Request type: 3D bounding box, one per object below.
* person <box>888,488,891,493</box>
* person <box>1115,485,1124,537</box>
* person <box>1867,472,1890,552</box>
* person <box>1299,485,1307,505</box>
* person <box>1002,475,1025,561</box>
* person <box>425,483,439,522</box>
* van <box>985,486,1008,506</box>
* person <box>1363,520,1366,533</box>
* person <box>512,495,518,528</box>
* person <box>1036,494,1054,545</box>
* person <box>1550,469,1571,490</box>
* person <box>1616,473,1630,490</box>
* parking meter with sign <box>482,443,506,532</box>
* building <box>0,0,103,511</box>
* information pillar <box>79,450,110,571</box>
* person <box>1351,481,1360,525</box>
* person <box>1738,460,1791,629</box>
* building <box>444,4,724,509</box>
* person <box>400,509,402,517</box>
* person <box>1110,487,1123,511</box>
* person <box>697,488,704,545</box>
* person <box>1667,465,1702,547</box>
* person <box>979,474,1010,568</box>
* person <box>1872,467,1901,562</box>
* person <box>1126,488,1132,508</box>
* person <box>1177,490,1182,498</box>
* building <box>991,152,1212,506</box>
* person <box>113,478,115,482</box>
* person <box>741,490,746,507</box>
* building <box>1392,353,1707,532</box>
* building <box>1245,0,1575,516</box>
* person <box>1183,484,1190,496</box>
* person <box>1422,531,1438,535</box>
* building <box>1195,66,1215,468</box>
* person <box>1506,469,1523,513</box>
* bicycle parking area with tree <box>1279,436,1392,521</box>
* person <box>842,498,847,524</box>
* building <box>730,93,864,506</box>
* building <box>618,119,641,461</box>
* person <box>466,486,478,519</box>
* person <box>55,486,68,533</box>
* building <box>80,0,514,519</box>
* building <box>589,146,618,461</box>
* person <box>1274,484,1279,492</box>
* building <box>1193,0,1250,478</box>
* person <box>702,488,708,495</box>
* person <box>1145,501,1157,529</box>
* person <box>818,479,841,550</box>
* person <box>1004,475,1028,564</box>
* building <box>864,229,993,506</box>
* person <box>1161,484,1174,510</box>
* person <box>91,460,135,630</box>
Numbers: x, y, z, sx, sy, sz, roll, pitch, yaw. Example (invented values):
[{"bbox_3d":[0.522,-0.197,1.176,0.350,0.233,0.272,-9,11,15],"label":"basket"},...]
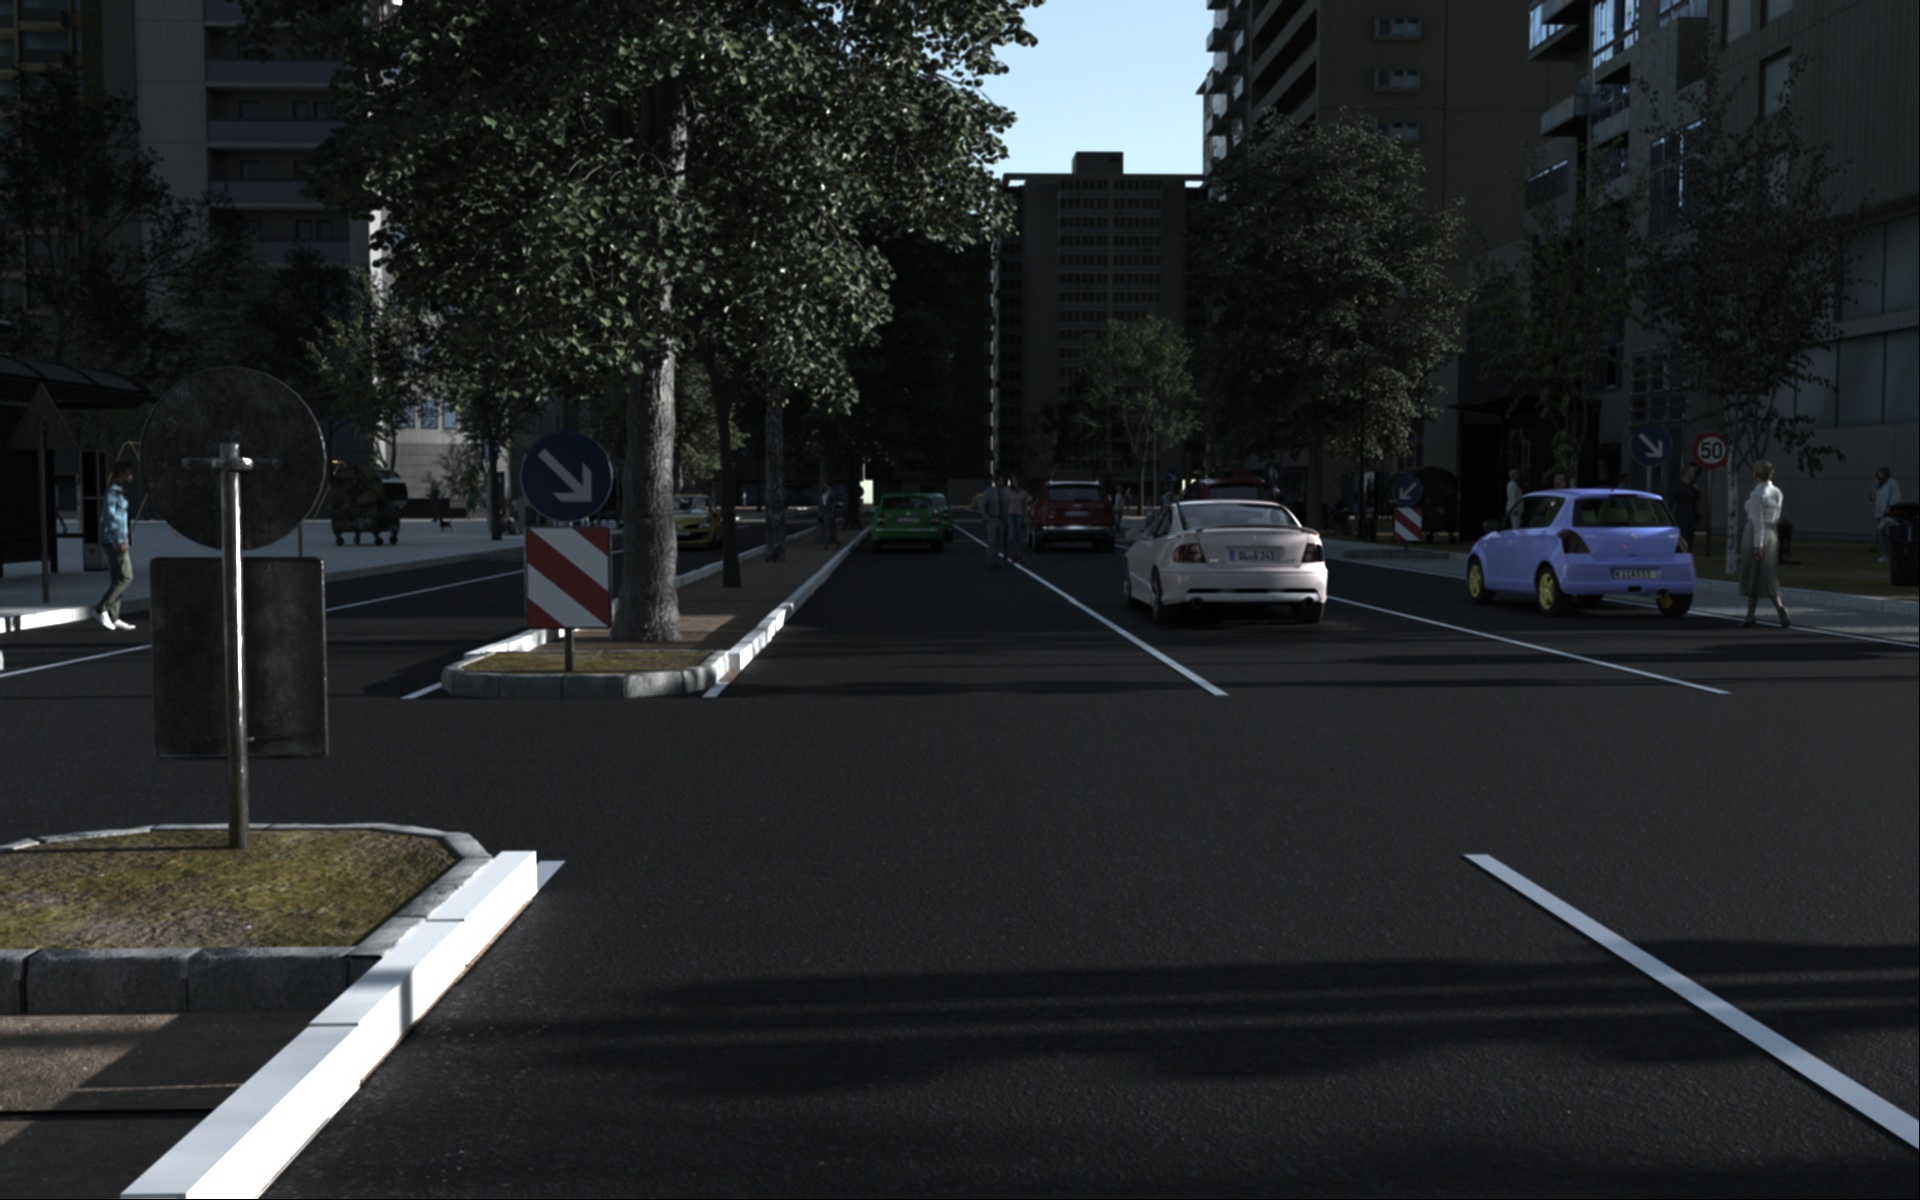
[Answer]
[{"bbox_3d":[-4.699,-6.507,114.916,0.705,1.821,1.348,0,3,0],"label":"person"},{"bbox_3d":[5.195,-2.963,57.614,0.598,1.740,0.731,-1,4,-15],"label":"person"},{"bbox_3d":[20.424,-1.970,38.439,0.511,1.800,0.466,0,4,1],"label":"person"},{"bbox_3d":[20.402,-5.865,101.893,1.348,1.831,0.705,-2,4,-29],"label":"person"},{"bbox_3d":[1.114,-1.741,36.825,0.638,1.841,0.748,0,4,3],"label":"person"},{"bbox_3d":[-24.671,-4.574,81.001,0.661,1.801,0.590,3,5,43],"label":"person"},{"bbox_3d":[3.003,-8.177,138.073,2.240,2.365,5.245,0,4,0],"label":"van"},{"bbox_3d":[13.550,-3.140,57.573,0.537,1.800,0.526,-2,4,-35],"label":"person"},{"bbox_3d":[-16.582,-3.298,64.647,0.332,1.250,0.352,-1,4,-10],"label":"person"},{"bbox_3d":[2.412,-2.469,49.051,0.511,1.800,0.466,-1,4,-17],"label":"person"},{"bbox_3d":[8.314,-0.949,24.375,0.716,1.782,0.532,1,4,17],"label":"person"},{"bbox_3d":[16.968,-2.353,44.536,0.620,1.820,0.660,2,4,34],"label":"person"},{"bbox_3d":[-15.690,-3.809,58.539,0.543,3.016,1.738,-2,4,-27],"label":"parking meter with sign"},{"bbox_3d":[-62.247,-29.644,139.298,28.867,44.769,22.147,0,4,-2],"label":"building"},{"bbox_3d":[-14.427,-1.492,28.879,0.304,2.012,0.304,0,4,0],"label":"information pillar"},{"bbox_3d":[16.302,-3.937,70.393,0.794,1.824,0.713,1,4,11],"label":"person"},{"bbox_3d":[8.578,-0.593,18.418,0.478,1.798,0.641,-1,4,-15],"label":"person"},{"bbox_3d":[-39.089,-39.669,190.594,28.212,58.520,21.231,0,4,-2],"label":"building"},{"bbox_3d":[-23.140,-3.974,70.980,0.622,1.834,0.822,1,4,14],"label":"person"},{"bbox_3d":[10.806,-7.019,120.940,1.348,1.807,0.705,-1,4,-13],"label":"person"},{"bbox_3d":[-7.358,-2.373,49.105,0.330,1.601,0.589,3,5,43],"label":"person"},{"bbox_3d":[12.180,-1.391,29.209,0.576,1.772,0.534,-3,4,-36],"label":"person"},{"bbox_3d":[0.686,-1.531,33.625,0.391,1.810,0.635,3,5,45],"label":"person"},{"bbox_3d":[17.482,-1.608,32.591,0.793,1.790,0.793,-3,4,-38],"label":"person"},{"bbox_3d":[15.069,-9.059,154.026,0.599,1.838,0.709,0,4,-1],"label":"person"},{"bbox_3d":[21.575,-9.887,170.178,1.348,1.821,0.705,-1,4,-19],"label":"person"},{"bbox_3d":[15.841,-31.031,199.236,23.993,40.220,32.217,0,4,-2],"label":"building"},{"bbox_3d":[-24.232,-2.630,49.613,0.480,1.755,0.524,2,4,26],"label":"person"},{"bbox_3d":[-20.839,-9.681,166.862,0.705,1.814,1.350,0,4,6],"label":"person"},{"bbox_3d":[34.110,-46.465,72.376,22.319,86.520,31.000,0,4,-2],"label":"building"},{"bbox_3d":[31.390,-29.894,112.474,21.300,48.544,21.600,0,4,-2],"label":"building"},{"bbox_3d":[10.749,-4.565,81.252,0.480,1.755,0.524,3,5,40],"label":"person"},{"bbox_3d":[14.735,-2.917,53.912,0.537,1.800,0.526,3,5,44],"label":"person"},{"bbox_3d":[42.755,-37.210,197.617,27.495,52.752,28.713,0,4,-2],"label":"building"},{"bbox_3d":[12.411,-2.020,38.952,0.818,1.842,0.514,-1,4,-19],"label":"person"},{"bbox_3d":[18.384,-6.024,85.497,8.231,4.147,9.016,0,4,6],"label":"bicycle parking area with tree"},{"bbox_3d":[-5.578,-4.330,83.983,0.332,1.250,0.352,0,4,-7],"label":"person"},{"bbox_3d":[-17.815,-32.973,189.223,14.200,45.320,14.600,0,4,-2],"label":"building"},{"bbox_3d":[-36.913,-31.634,140.910,21.600,48.544,21.300,0,4,-2],"label":"building"},{"bbox_3d":[-24.651,-4.960,87.389,0.529,1.795,0.600,3,4,37],"label":"person"},{"bbox_3d":[-29.740,-3.115,56.835,0.748,1.841,0.638,0,4,5],"label":"person"},{"bbox_3d":[-34.890,-34.175,100.764,21.231,58.520,28.212,0,4,-2],"label":"building"},{"bbox_3d":[-32.511,-28.887,122.420,14.600,45.320,14.200,0,4,-2],"label":"building"},{"bbox_3d":[18.117,-5.719,99.416,0.709,1.838,0.599,2,4,26],"label":"person"},{"bbox_3d":[32.025,-31.748,138.693,23.786,49.044,30.456,0,4,-2],"label":"building"},{"bbox_3d":[-18.186,-7.115,123.098,1.217,1.735,0.721,-3,4,-38],"label":"person"},{"bbox_3d":[6.565,-2.805,59.382,0.505,1.210,0.382,3,4,38],"label":"person"},{"bbox_3d":[-3.286,-2.166,43.941,0.654,1.822,0.581,-2,4,-24],"label":"person"},{"bbox_3d":[1.135,-1.667,35.767,0.555,1.821,0.388,0,4,3],"label":"person"},{"bbox_3d":[-3.591,-25.617,190.532,14.107,30.474,14.160,0,4,-2],"label":"building"},{"bbox_3d":[7.543,-3.317,62.822,0.778,1.811,0.616,-1,4,-15],"label":"person"},{"bbox_3d":[-8.912,-0.574,18.233,0.444,1.785,0.601,-1,4,-12],"label":"person"}]
